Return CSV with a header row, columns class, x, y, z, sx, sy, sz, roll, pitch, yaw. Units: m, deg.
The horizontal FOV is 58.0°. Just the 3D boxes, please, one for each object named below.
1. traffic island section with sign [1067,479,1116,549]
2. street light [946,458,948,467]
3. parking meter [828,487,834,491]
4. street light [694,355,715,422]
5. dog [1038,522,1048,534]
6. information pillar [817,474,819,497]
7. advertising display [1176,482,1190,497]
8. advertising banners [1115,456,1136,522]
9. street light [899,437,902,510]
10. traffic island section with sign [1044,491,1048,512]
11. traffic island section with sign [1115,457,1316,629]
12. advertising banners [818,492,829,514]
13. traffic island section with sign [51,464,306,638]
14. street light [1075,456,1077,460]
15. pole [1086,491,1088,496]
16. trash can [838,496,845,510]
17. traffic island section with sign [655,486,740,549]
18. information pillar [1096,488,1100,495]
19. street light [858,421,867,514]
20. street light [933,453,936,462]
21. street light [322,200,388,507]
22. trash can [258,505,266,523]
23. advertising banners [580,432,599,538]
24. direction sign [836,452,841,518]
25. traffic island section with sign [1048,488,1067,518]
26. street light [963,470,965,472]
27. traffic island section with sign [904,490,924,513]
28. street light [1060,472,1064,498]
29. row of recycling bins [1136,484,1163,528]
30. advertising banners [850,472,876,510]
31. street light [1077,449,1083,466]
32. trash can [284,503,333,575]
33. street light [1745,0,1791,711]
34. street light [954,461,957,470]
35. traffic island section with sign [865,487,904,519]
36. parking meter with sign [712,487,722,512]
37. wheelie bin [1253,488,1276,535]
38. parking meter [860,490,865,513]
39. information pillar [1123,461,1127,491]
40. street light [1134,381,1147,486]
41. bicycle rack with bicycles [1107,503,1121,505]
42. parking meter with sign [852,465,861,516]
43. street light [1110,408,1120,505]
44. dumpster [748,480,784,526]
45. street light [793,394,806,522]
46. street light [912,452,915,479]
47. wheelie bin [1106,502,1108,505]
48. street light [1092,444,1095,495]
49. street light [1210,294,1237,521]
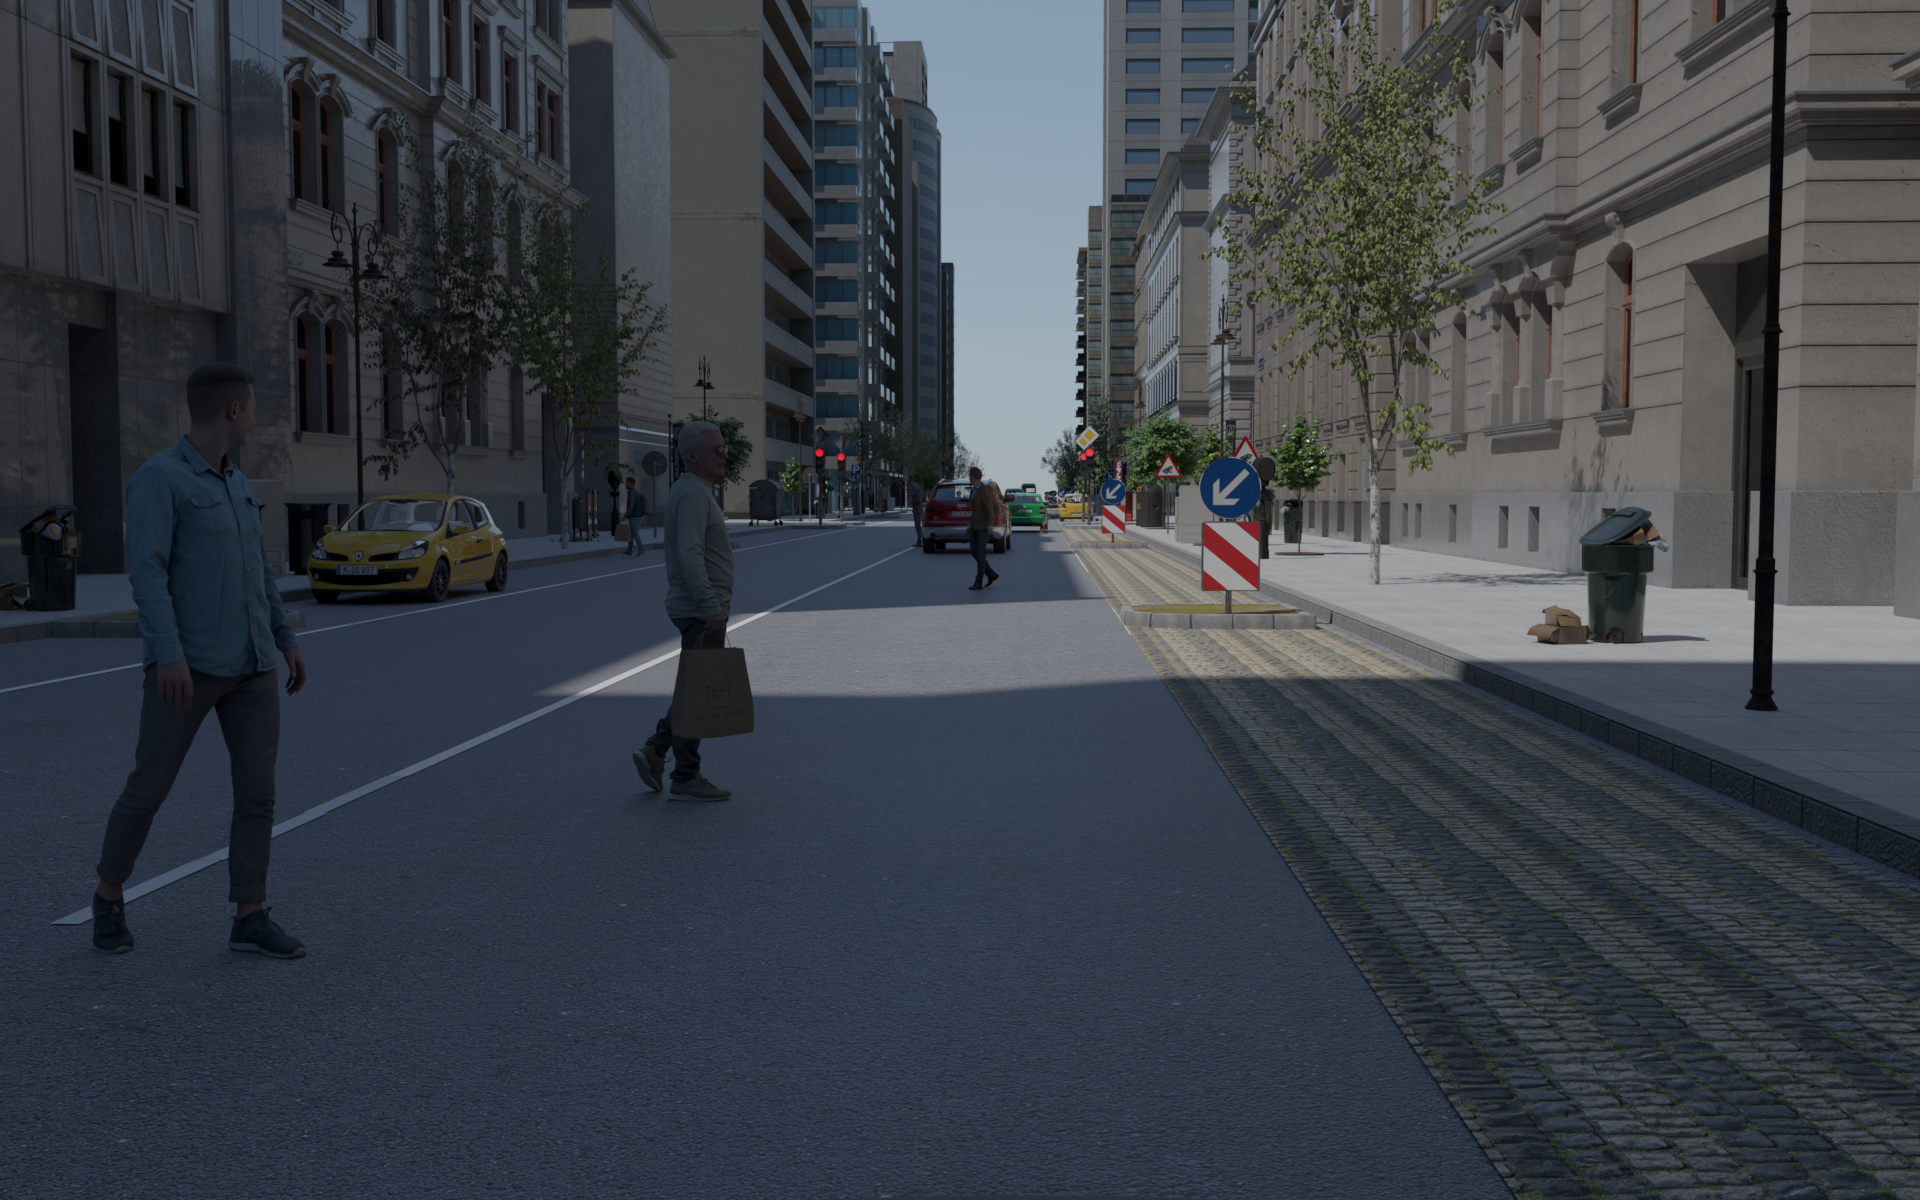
class,x,y,z,sx,sy,sz,roll,pitch,yaw
traffic island section with sign,3.940,-2.293,46.117,1.989,1.847,2.006,0,4,2
street light,-1.641,-14.990,217.868,0.468,5.910,1.993,0,4,2
parking meter,-9.684,-7.617,130.252,0.255,1.863,0.399,2,4,34
street light,-8.470,-5.184,57.553,0.468,5.910,1.993,0,4,2
dog,2.967,-2.596,62.643,0.550,0.427,0.748,3,4,39
information pillar,-12.502,-9.821,151.925,0.183,3.616,0.504,2,4,34
advertising display,11.756,-5.268,91.346,0.974,1.923,0.123,-3,5,-40
advertising banners,7.832,-5.123,79.941,0.090,3.025,2.074,-3,4,-37
street light,-4.771,-10.282,140.890,0.468,5.910,1.993,0,4,2
traffic island section with sign,7.461,-7.360,128.965,1.989,1.847,2.006,0,4,2
traffic island section with sign,2.797,-0.646,19.186,1.989,1.847,2.006,0,4,2
advertising banners,-9.455,-7.046,111.391,2.074,3.025,0.090,-1,4,-17
traffic island section with sign,-8.071,-0.587,18.219,1.989,1.847,2.006,0,4,2
street light,11.456,-12.035,169.558,0.468,5.910,1.993,0,4,2
pole,10.311,-8.976,140.605,0.158,3.312,0.155,0,3,0
trash can,-9.685,-7.955,141.715,0.748,1.137,0.748,0,3,0
traffic island section with sign,-6.894,-2.273,45.791,1.989,1.847,2.006,0,4,2
information pillar,11.630,-8.642,145.795,0.304,2.012,0.304,1,4,13
street light,-6.182,-8.388,109.929,0.468,5.910,1.993,0,4,2
street light,-2.824,-13.139,187.617,0.468,5.910,1.993,0,4,2
street light,-9.587,-3.352,27.598,0.468,5.910,1.993,0,4,2
trash can,-9.669,-0.704,23.171,0.748,1.137,0.748,0,3,0
advertising banners,-10.604,-3.262,49.518,0.090,3.025,2.074,0,4,1
direction sign,-6.503,-6.219,93.673,0.379,3.537,0.876,0,4,7
traffic island section with sign,6.321,-5.713,102.034,1.989,1.847,2.006,0,4,2
street light,0.651,-18.142,269.409,0.468,5.910,1.993,0,4,2
traffic island section with sign,-3.347,-7.395,129.528,1.989,1.847,2.006,0,4,2
street light,16.359,-18.945,282.537,0.468,5.910,1.993,0,4,2
row of recycling bins,7.467,-3.718,67.908,1.069,1.692,3.534,0,4,3
advertising banners,-7.837,-8.778,139.704,2.074,3.025,0.090,0,4,7
street light,10.850,-11.069,153.765,0.468,5.910,1.993,0,4,2
trash can,-10.381,-0.975,27.602,0.748,1.137,0.748,0,3,0
street light,4.775,-2.285,10.141,0.468,5.910,1.993,0,4,2
street light,-0.711,-16.311,239.466,0.468,5.910,1.993,0,4,2
traffic island section with sign,-4.515,-5.701,101.843,1.989,1.847,2.006,0,4,2
parking meter with sign,-10.235,-4.466,69.281,0.543,3.016,1.738,3,5,44
wheelie bin,9.510,-2.835,54.268,0.693,1.594,0.980,1,4,17
parking meter,-6.578,-6.609,116.467,0.372,1.533,0.369,0,3,0
information pillar,11.606,-8.023,122.526,0.504,3.616,0.183,-3,4,-38
street light,7.340,-5.988,70.695,0.468,5.910,1.993,0,4,2
bicycle rack with bicycles,10.807,-6.176,114.360,2.852,0.926,2.925,0,4,-5
parking meter with sign,-6.182,-6.592,104.047,0.543,3.016,1.738,0,3,0
street light,8.331,-7.358,93.086,0.468,5.910,1.993,0,4,2
dumpster,-7.801,-3.903,69.565,1.264,1.857,1.865,0,4,2
street light,-7.370,-6.556,79.977,0.468,5.910,1.993,0,4,2
street light,-4.194,-11.230,156.394,0.468,5.910,1.993,0,4,2
wheelie bin,11.395,-7.771,134.972,0.693,1.594,0.980,3,5,43
street light,9.625,-9.231,123.716,0.468,5.910,1.993,0,4,2
street light,6.084,-4.123,40.198,0.468,5.910,1.993,0,4,2
